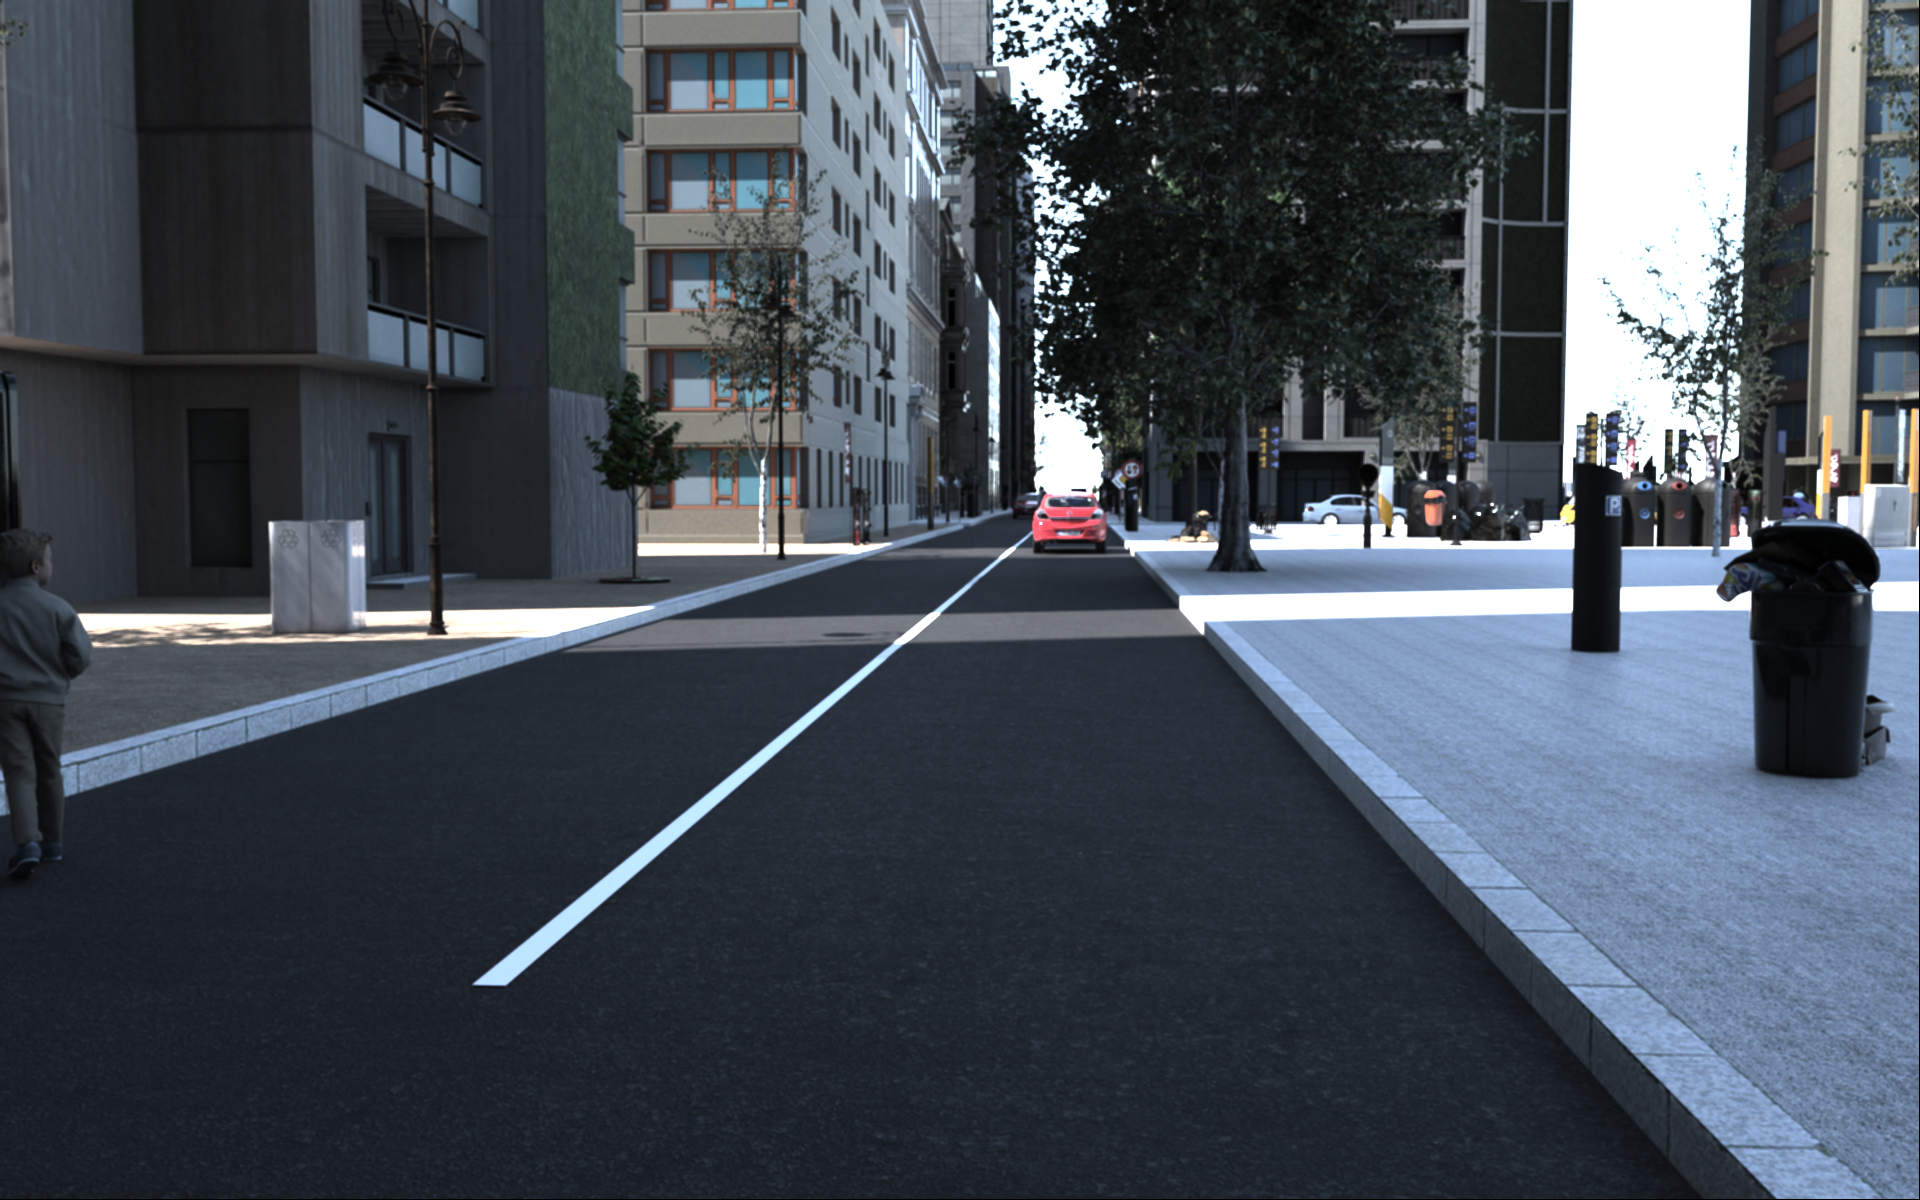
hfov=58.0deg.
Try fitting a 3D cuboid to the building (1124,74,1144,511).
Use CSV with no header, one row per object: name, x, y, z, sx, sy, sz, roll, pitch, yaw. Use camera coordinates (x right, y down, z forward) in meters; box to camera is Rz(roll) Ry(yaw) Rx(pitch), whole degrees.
building,23.762,-29.485,136.706,22.147,44.769,28.867,0,4,4

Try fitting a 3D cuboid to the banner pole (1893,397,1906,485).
banner pole,24.329,-3.357,44.899,0.863,3.779,0.401,-3,5,-44

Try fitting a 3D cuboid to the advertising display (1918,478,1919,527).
advertising display,37.886,-3.864,68.396,0.123,1.923,0.974,2,4,32

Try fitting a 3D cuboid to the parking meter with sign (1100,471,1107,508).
parking meter with sign,10.932,-8.277,131.594,0.543,3.016,1.738,0,4,7

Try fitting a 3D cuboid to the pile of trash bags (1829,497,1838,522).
pile of trash bags,33.076,-3.260,63.048,1.912,1.369,3.447,-1,4,-23

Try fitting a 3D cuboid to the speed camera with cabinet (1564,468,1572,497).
speed camera with cabinet,45.317,-8.191,128.259,0.660,3.252,2.038,0,4,1

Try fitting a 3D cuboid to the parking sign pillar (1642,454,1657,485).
parking sign pillar,46.773,-7.893,117.518,1.447,3.967,1.447,0,4,-4

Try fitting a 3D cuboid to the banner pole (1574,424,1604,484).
banner pole,19.668,-3.939,54.414,0.863,3.779,0.401,-1,4,-11

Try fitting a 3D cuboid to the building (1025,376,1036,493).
building,-2.459,-25.892,268.367,27.650,21.520,28.899,0,4,4

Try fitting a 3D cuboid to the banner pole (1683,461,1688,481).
banner pole,47.898,-7.608,114.403,0.401,3.779,0.863,3,5,41

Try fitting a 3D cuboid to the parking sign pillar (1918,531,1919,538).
parking sign pillar,28.962,-3.809,50.741,1.447,3.967,1.447,-1,4,-16

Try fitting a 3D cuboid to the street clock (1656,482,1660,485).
street clock,42.183,-6.125,104.715,0.358,2.002,0.471,2,4,26

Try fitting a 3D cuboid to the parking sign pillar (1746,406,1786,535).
parking sign pillar,25.189,-3.986,53.638,1.447,3.967,1.447,1,4,17

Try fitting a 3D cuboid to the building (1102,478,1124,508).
building,31.957,-30.473,190.108,32.217,40.220,23.993,0,4,4

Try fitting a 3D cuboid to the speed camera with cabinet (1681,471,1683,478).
speed camera with cabinet,49.898,-7.673,119.787,0.660,3.252,2.038,3,4,38

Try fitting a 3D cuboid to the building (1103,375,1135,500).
building,27.525,-34.526,248.090,14.154,41.232,14.086,0,4,4

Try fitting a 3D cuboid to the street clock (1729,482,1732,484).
street clock,46.870,-6.150,105.119,0.471,2.002,0.358,1,4,11

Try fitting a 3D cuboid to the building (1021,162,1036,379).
building,2.022,-46.126,296.152,21.231,58.520,28.212,0,4,4

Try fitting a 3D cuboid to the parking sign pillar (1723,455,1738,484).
parking sign pillar,48.038,-7.270,107.338,1.447,3.967,1.447,-3,5,-40

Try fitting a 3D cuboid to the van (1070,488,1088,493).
van,11.810,-10.300,172.793,2.240,2.365,5.245,0,4,3

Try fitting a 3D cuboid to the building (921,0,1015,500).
building,-4.745,-45.212,177.470,20.563,71.187,20.611,0,4,4

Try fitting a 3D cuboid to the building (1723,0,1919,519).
building,54.237,-26.408,86.397,28.867,44.769,22.147,0,4,4

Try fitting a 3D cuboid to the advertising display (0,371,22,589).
advertising display,-5.329,-0.252,9.330,0.974,1.923,0.123,3,4,38

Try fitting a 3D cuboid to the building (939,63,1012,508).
building,-2.498,-29.190,160.857,14.154,41.232,14.086,0,4,4

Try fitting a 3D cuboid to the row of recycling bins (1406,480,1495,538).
row of recycling bins,14.801,-2.743,51.969,3.534,1.692,1.069,-2,4,-35

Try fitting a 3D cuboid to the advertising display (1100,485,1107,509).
advertising display,10.447,-7.400,126.203,0.123,1.923,0.974,2,4,28

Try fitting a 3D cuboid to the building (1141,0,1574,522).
building,19.836,-39.629,86.189,20.611,71.187,20.563,0,4,4

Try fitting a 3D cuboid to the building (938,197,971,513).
building,-6.594,-18.236,117.241,14.460,24.649,34.723,0,4,4

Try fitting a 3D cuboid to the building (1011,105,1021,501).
building,-0.304,-33.349,195.371,14.600,45.320,14.200,0,4,4

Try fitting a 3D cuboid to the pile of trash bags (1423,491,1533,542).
pile of trash bags,13.847,-2.279,47.021,3.447,1.369,1.912,-2,4,-35

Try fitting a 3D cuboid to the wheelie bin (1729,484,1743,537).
wheelie bin,23.095,-2.697,52.011,0.693,1.594,0.980,1,4,16

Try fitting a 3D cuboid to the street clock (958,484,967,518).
street clock,0.105,-5.519,94.813,0.471,2.002,0.358,1,4,15

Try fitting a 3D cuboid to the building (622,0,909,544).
building,-17.464,-13.037,58.194,28.899,21.520,27.650,0,4,4

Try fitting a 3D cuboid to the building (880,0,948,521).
building,-7.983,-18.586,89.780,13.634,28.700,20.117,0,4,4

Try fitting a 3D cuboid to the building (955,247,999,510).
building,-2.349,-17.623,142.888,10.420,20.320,16.860,0,4,4

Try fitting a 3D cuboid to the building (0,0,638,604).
building,-13.266,-20.796,23.613,14.154,41.232,14.086,0,4,4

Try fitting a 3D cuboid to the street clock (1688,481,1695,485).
street clock,39.802,-5.496,94.433,0.471,2.002,0.358,1,4,21

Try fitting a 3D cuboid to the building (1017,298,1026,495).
building,2.119,-29.026,246.270,14.160,30.474,14.107,0,4,4

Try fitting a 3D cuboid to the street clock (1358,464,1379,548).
street clock,9.728,-2.247,41.316,0.471,2.002,0.358,1,4,18

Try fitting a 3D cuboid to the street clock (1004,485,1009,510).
street clock,3.662,-8.228,139.098,0.358,2.002,0.471,-3,5,-41

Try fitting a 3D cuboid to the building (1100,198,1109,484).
building,37.859,-43.290,297.033,28.713,52.752,27.495,0,4,4

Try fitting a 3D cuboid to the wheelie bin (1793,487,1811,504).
wheelie bin,37.059,-4.183,76.303,0.693,1.594,0.980,1,4,20

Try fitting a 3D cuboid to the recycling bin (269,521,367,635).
recycling bin,-5.988,-0.222,16.177,0.722,1.027,0.722,-1,4,-8

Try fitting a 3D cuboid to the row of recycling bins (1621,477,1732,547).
row of recycling bins,16.850,-2.132,41.979,3.534,1.692,1.069,0,4,-3
